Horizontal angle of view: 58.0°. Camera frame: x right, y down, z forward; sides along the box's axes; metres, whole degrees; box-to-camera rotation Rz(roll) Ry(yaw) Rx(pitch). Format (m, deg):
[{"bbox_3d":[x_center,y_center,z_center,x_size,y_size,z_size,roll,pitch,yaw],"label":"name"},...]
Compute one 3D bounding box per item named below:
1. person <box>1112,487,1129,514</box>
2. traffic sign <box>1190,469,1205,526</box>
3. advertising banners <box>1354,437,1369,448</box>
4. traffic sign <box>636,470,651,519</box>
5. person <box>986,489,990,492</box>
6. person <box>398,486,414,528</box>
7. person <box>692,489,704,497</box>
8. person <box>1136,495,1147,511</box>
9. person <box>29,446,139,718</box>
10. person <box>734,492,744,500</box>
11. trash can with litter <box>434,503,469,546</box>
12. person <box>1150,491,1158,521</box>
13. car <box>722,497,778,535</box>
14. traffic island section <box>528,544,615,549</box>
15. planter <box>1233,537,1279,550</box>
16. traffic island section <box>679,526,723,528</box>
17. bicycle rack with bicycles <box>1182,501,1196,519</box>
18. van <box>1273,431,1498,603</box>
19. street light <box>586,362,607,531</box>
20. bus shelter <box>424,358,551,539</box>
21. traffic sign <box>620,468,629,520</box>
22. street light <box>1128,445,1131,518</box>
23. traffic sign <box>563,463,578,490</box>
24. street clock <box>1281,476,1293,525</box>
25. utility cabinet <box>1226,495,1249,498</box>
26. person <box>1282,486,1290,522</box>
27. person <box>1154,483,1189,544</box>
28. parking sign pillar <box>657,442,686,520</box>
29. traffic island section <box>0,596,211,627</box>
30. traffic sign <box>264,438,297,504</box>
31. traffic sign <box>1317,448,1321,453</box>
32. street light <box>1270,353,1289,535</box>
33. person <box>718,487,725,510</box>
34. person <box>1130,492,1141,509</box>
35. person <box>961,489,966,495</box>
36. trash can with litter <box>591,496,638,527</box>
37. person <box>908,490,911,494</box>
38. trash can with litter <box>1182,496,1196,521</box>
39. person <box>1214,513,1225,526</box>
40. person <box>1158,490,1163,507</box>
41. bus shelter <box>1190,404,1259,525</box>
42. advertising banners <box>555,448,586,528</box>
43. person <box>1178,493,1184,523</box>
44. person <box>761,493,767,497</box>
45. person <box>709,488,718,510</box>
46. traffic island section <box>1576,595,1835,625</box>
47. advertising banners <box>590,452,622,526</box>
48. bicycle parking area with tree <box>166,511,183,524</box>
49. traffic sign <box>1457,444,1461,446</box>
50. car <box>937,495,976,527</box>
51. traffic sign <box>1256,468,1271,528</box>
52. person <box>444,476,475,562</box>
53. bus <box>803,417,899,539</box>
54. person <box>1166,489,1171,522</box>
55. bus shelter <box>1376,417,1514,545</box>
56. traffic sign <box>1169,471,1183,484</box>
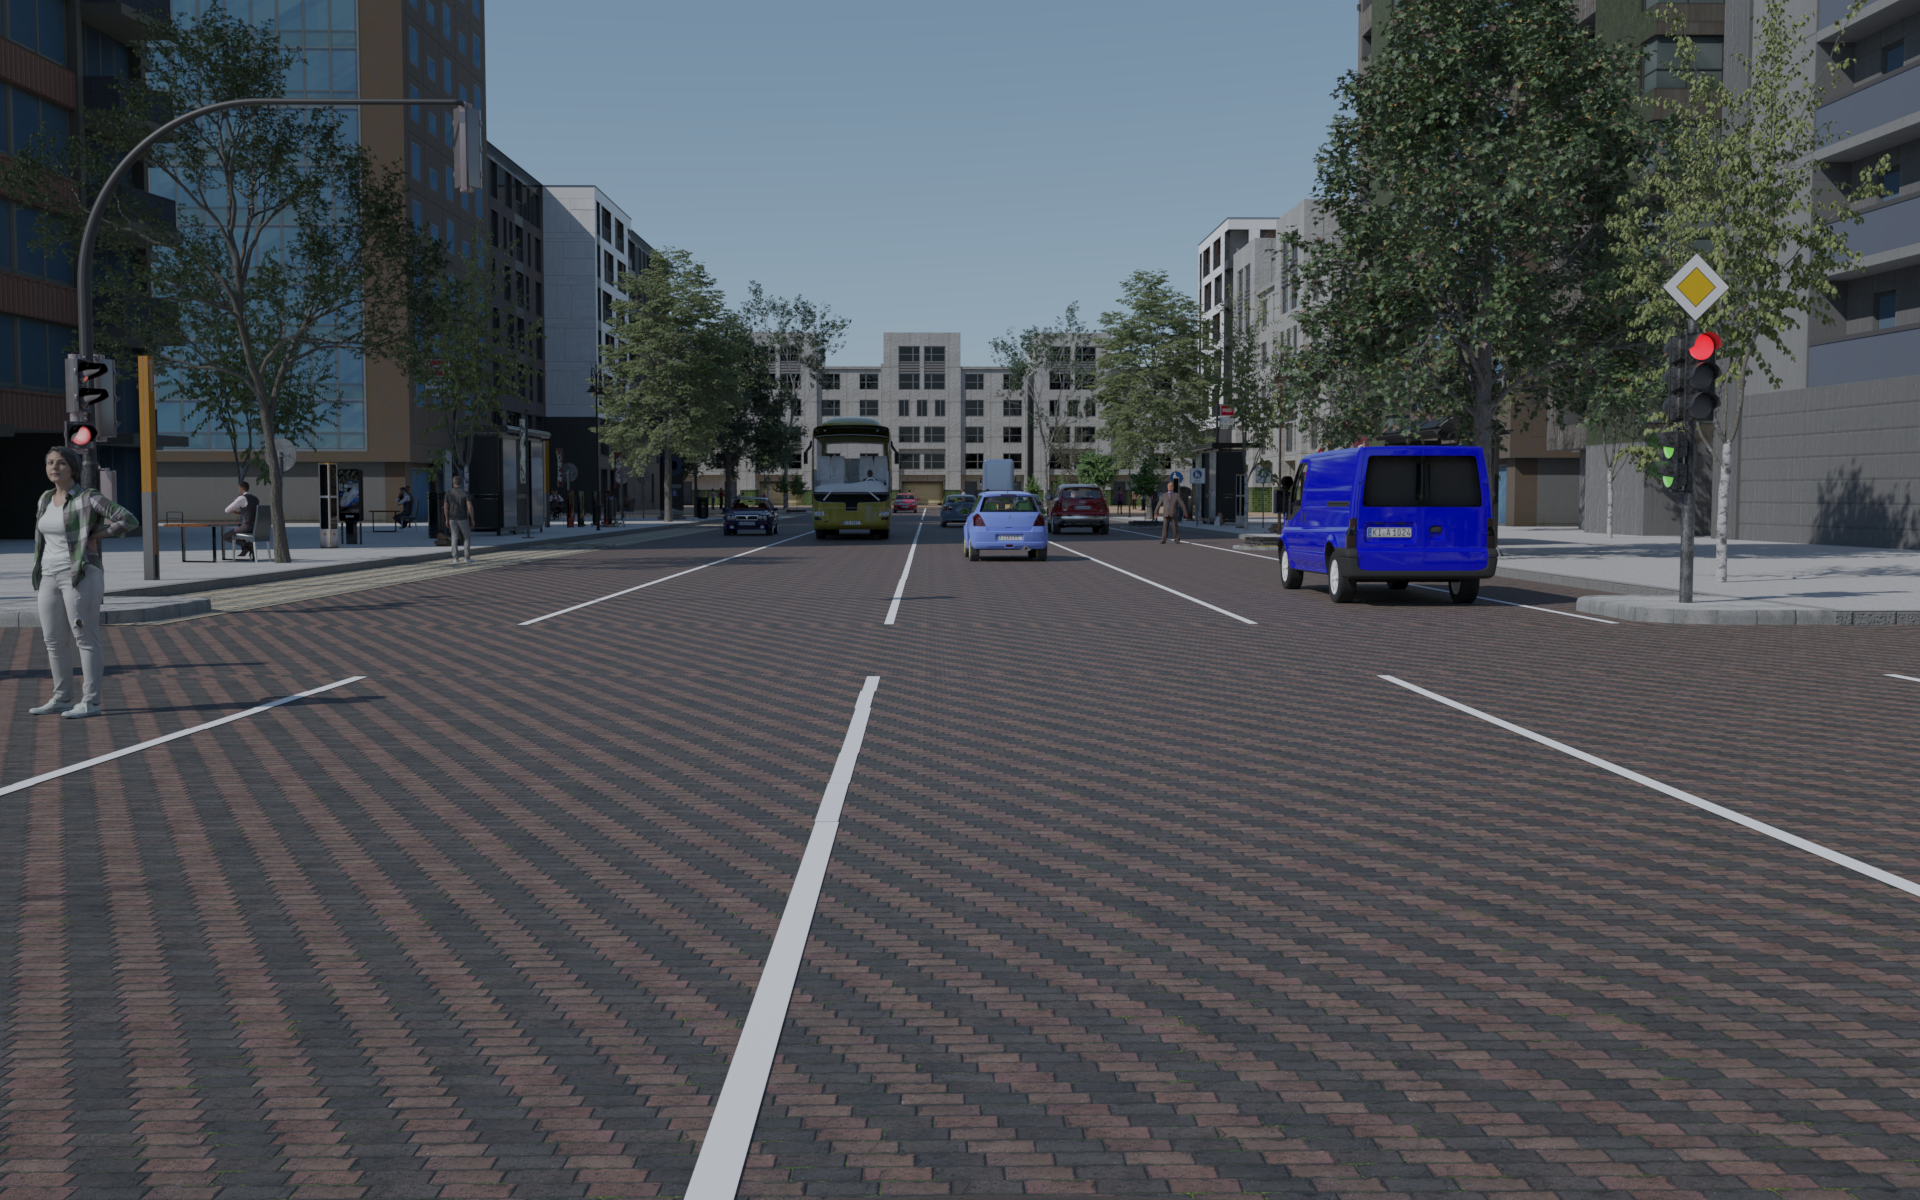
[{"bbox_3d":[10.277,-6.371,110.898,1.217,1.739,0.721,-2,4,-24],"label":"person"},{"bbox_3d":[9.387,-4.061,68.532,0.606,2.300,0.079,0,4,7],"label":"traffic sign"},{"bbox_3d":[12.683,-3.402,51.817,2.074,3.025,0.090,3,4,37],"label":"advertising banners"},{"bbox_3d":[-16.449,-5.495,89.947,0.768,2.556,0.104,0,4,6],"label":"traffic sign"},{"bbox_3d":[1.669,-5.695,102.278,0.551,1.740,0.621,-2,4,-28],"label":"person"},{"bbox_3d":[-21.059,-3.541,65.805,0.647,1.594,0.662,0,4,-3],"label":"person"},{"bbox_3d":[-23.463,-9.078,155.183,1.217,1.735,0.721,1,4,13],"label":"person"},{"bbox_3d":[14.137,-7.823,133.942,0.705,1.826,1.348,3,5,43],"label":"person"},{"bbox_3d":[-5.723,-0.120,11.178,0.841,1.734,0.376,2,4,27],"label":"person"},{"bbox_3d":[-16.267,-7.244,127.667,0.799,1.438,0.628,-2,4,-29],"label":"person"},{"bbox_3d":[-12.559,-1.923,42.835,0.624,1.170,1.055,0,4,8],"label":"trash can with litter"},{"bbox_3d":[9.289,-4.620,83.053,0.415,1.643,0.593,1,4,12],"label":"person"},{"bbox_3d":[-7.373,-2.971,61.162,1.945,1.354,3.894,0,4,-2],"label":"car"},{"bbox_3d":[-10.200,-1.404,45.820,1.991,0.108,1.994,0,4,-1],"label":"traffic island section"},{"bbox_3d":[8.163,-1.466,45.107,1.991,0.319,1.994,0,4,-1],"label":"planter"},{"bbox_3d":[-10.675,-3.052,72.759,1.991,0.108,1.994,0,4,-1],"label":"traffic island section"},{"bbox_3d":[11.558,-4.495,86.874,2.925,0.926,2.852,-2,4,-30],"label":"bicycle rack with bicycles"},{"bbox_3d":[5.828,-1.223,24.384,2.240,2.365,5.245,0,4,0],"label":"van"},{"bbox_3d":[-12.738,-5.383,60.807,0.468,5.910,1.993,0,4,-1],"label":"street light"},{"bbox_3d":[-14.783,-4.668,53.950,2.179,5.291,8.768,0,4,-1],"label":"bus shelter"},{"bbox_3d":[-16.732,-5.229,85.594,0.768,2.556,0.104,0,4,2],"label":"traffic sign"},{"bbox_3d":[9.287,-7.456,94.686,0.468,5.910,1.993,0,4,-1],"label":"street light"},{"bbox_3d":[-16.056,-4.339,71.048,0.768,2.556,0.104,0,4,4],"label":"traffic sign"},{"bbox_3d":[13.081,-3.958,69.282,0.471,2.002,0.358,-2,4,-33],"label":"street clock"},{"bbox_3d":[12.892,-4.248,80.623,1.020,1.237,0.306,1,4,18],"label":"utility cabinet"},{"bbox_3d":[13.651,-3.991,72.769,0.415,1.643,0.593,1,4,20],"label":"person"},{"bbox_3d":[6.077,-2.495,49.842,0.990,1.755,0.434,1,4,18],"label":"person"},{"bbox_3d":[-14.598,-6.067,87.669,1.447,3.967,1.447,2,4,35],"label":"parking sign pillar"},{"bbox_3d":[-10.086,0.131,20.136,2.009,0.180,2.903,0,4,-1],"label":"traffic island section"},{"bbox_3d":[-15.388,-2.392,39.218,0.768,2.556,0.104,0,4,5],"label":"traffic sign"},{"bbox_3d":[10.027,-2.949,48.215,0.884,2.594,0.081,1,4,8],"label":"traffic sign"},{"bbox_3d":[10.069,-4.994,54.444,0.468,5.910,1.993,0,4,-1],"label":"street light"},{"bbox_3d":[-19.761,-8.418,143.640,0.705,1.831,1.348,2,4,24],"label":"person"},{"bbox_3d":[14.781,-8.578,146.381,0.705,1.812,1.348,-3,5,-40],"label":"person"},{"bbox_3d":[0.102,-7.451,130.192,0.599,1.838,0.709,-1,4,-23],"label":"person"},{"bbox_3d":[-14.944,-3.886,74.585,1.678,1.210,2.233,-2,4,-28],"label":"trash can with litter"},{"bbox_3d":[-4.476,-8.919,154.335,1.348,1.823,0.705,2,4,35],"label":"person"},{"bbox_3d":[10.861,-4.329,81.841,1.678,1.210,2.233,0,4,-1],"label":"trash can with litter"},{"bbox_3d":[10.357,-3.221,69.178,0.357,0.543,0.381,-3,5,-40],"label":"person"},{"bbox_3d":[20.420,-10.253,176.126,1.348,1.826,0.705,0,4,-5],"label":"person"},{"bbox_3d":[11.230,-5.938,74.719,2.179,5.291,8.768,0,4,-1],"label":"bus shelter"},{"bbox_3d":[-14.948,-4.298,66.455,0.090,3.025,2.074,1,4,19],"label":"advertising banners"},{"bbox_3d":[9.758,-4.068,76.467,0.340,1.345,0.435,0,4,-8],"label":"person"},{"bbox_3d":[-18.074,-9.213,159.898,0.991,1.433,0.599,0,4,2],"label":"person"},{"bbox_3d":[-20.041,-8.211,141.005,0.721,1.736,1.217,2,4,28],"label":"person"},{"bbox_3d":[8.593,0.112,20.453,2.009,0.180,2.903,0,4,-1],"label":"traffic island section"},{"bbox_3d":[-14.496,-4.582,71.095,0.090,3.025,2.074,2,4,26],"label":"advertising banners"},{"bbox_3d":[-34.299,-4.824,65.877,8.231,4.147,9.016,-2,4,-29],"label":"bicycle parking area with tree"},{"bbox_3d":[12.442,-2.600,42.623,0.768,2.556,0.104,0,4,1],"label":"traffic sign"},{"bbox_3d":[0.021,-3.918,76.066,2.014,1.417,4.499,0,4,-2],"label":"car"},{"bbox_3d":[11.451,-3.869,65.380,0.606,2.300,0.079,0,4,3],"label":"traffic sign"},{"bbox_3d":[-10.459,-1.689,36.246,0.598,1.807,0.434,1,4,9],"label":"person"},{"bbox_3d":[-3.617,-4.110,58.749,2.896,3.916,12.252,0,4,-3],"label":"bus"},{"bbox_3d":[9.241,-4.151,76.372,0.523,1.526,0.387,3,5,43],"label":"person"},{"bbox_3d":[12.579,-3.153,45.467,2.014,3.302,5.546,0,4,-1],"label":"bus shelter"},{"bbox_3d":[12.010,-5.879,96.220,0.768,2.556,0.104,0,4,1],"label":"traffic sign"}]
